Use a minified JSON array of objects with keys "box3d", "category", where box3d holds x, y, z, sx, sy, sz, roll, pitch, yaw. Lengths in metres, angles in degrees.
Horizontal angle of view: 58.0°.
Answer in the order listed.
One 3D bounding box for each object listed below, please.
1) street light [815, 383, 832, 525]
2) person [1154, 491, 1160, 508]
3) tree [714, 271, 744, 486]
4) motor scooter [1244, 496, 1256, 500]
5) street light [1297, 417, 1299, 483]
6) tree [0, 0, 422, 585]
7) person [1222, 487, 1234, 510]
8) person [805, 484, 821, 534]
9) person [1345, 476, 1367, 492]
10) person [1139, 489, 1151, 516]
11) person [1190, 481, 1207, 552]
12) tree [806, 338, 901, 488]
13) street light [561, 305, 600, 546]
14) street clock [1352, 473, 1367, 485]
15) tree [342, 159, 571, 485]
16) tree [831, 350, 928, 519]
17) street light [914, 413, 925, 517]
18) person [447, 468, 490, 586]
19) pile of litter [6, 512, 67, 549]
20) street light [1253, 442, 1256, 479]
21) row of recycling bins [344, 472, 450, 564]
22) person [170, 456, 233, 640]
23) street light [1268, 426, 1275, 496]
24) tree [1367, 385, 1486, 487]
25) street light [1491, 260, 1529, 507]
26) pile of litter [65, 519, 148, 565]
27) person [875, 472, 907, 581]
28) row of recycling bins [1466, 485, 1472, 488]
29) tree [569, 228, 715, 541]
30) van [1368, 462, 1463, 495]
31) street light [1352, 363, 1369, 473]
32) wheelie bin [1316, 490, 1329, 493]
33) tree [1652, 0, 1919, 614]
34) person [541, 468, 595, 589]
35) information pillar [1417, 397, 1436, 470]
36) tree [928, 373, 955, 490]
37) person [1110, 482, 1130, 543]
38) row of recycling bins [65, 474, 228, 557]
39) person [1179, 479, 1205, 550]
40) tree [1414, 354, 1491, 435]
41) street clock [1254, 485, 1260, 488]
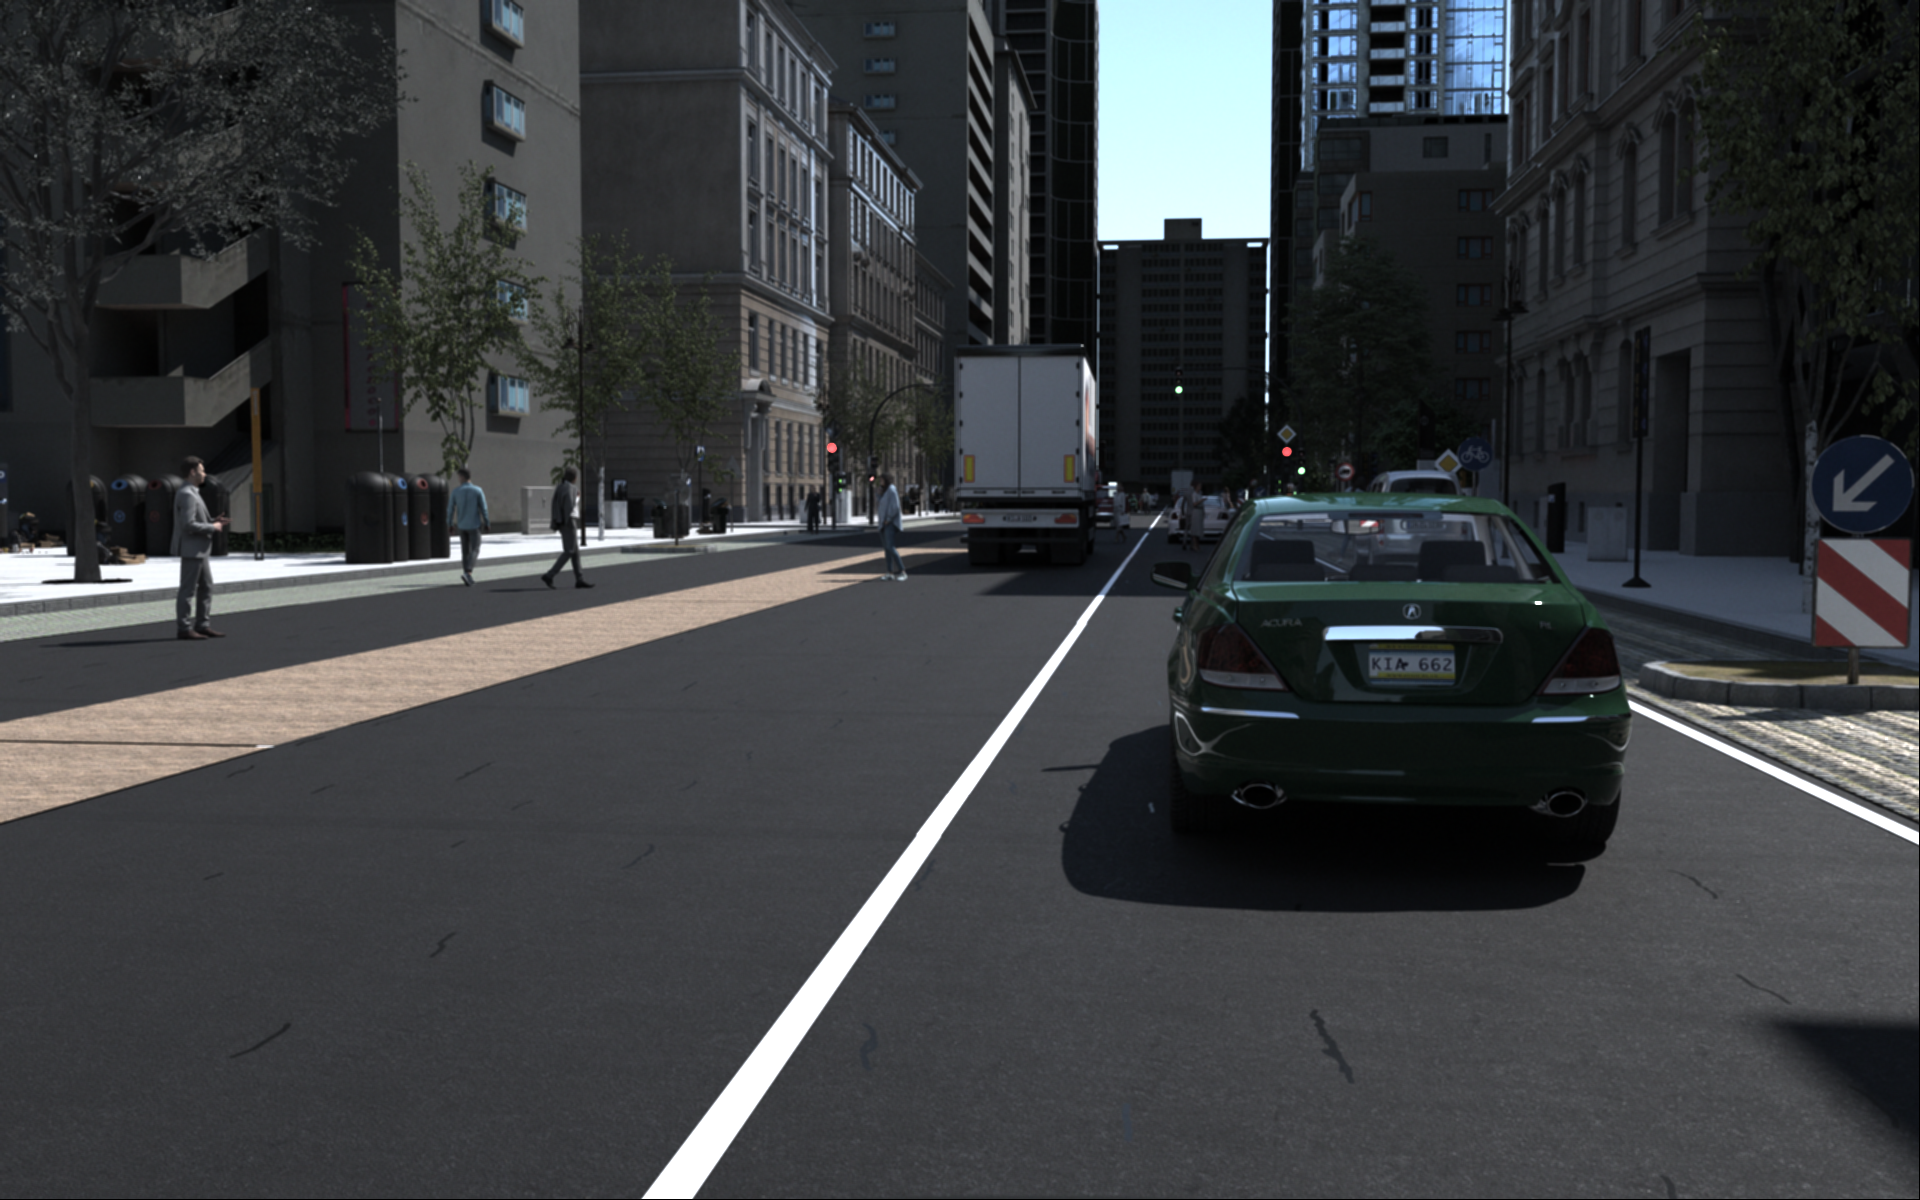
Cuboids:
[{"box3d":[-5.653,-6.088,72.334,0.468,5.910,1.993,0,4,7],"category":"street light"},{"box3d":[20.838,-10.640,183.398,0.756,1.711,0.436,-1,4,-14],"category":"person"},{"box3d":[-8.453,-6.271,52.897,4.737,8.622,4.395,0,3,0],"category":"tree"},{"box3d":[18.788,-6.062,111.889,0.815,1.314,1.986,0,4,7],"category":"motor scooter"},{"box3d":[17.865,-7.240,91.164,0.468,5.910,1.993,0,4,7],"category":"street light"},{"box3d":[-12.746,-6.988,24.622,12.009,13.543,11.850,0,3,0],"category":"tree"},{"box3d":[12.570,-4.450,81.845,0.643,1.750,0.593,-2,4,-35],"category":"person"},{"box3d":[-5.191,-3.196,61.168,0.576,1.772,0.534,-1,4,-12],"category":"person"},{"box3d":[8.073,-1.640,35.587,0.793,1.790,0.793,0,4,2],"category":"person"},{"box3d":[12.079,-6.374,113.205,0.782,1.767,0.515,2,4,30],"category":"person"},{"box3d":[6.006,-2.091,43.251,0.524,1.755,0.480,2,4,30],"category":"person"},{"box3d":[-5.222,-8.037,81.767,4.360,8.622,3.978,0,3,0],"category":"tree"},{"box3d":[-9.300,-4.269,42.593,0.468,5.910,1.993,0,4,7],"category":"street light"},{"box3d":[13.686,-3.355,59.424,0.358,2.002,0.471,-3,4,-39],"category":"street clock"},{"box3d":[-10.979,-5.319,37.333,4.737,8.622,4.395,0,3,0],"category":"tree"},{"box3d":[-4.468,-8.443,88.403,4.737,8.622,4.395,0,3,0],"category":"tree"},{"box3d":[-2.291,-7.692,98.559,0.468,5.910,1.993,0,4,7],"category":"street light"},{"box3d":[-7.761,-1.151,27.175,0.638,1.841,0.748,1,4,9],"category":"person"},{"box3d":[-22.027,-1.680,41.426,1.176,0.858,1.719,2,4,28],"category":"pile of litter"},{"box3d":[24.425,-10.456,143.743,0.468,5.910,1.993,0,4,7],"category":"street light"},{"box3d":[-10.826,-1.602,33.298,1.069,1.692,3.534,0,4,6],"category":"row of recycling bins"},{"box3d":[-7.480,-0.514,17.104,0.583,1.804,0.606,-2,4,-28],"category":"person"},{"box3d":[21.077,-8.845,117.408,0.468,5.910,1.993,0,4,7],"category":"street light"},{"box3d":[13.965,-4.180,52.055,4.285,4.588,4.351,0,3,0],"category":"tree"},{"box3d":[10.900,-3.771,34.449,0.468,5.910,1.993,0,4,7],"category":"street light"},{"box3d":[-15.616,-1.100,31.951,1.176,0.858,1.719,-1,4,-15],"category":"pile of litter"},{"box3d":[-1.144,-1.225,28.792,0.793,1.790,0.793,3,4,37],"category":"person"},{"box3d":[21.674,-4.212,75.977,3.534,1.692,1.069,-1,4,-20],"category":"row of recycling bins"},{"box3d":[-10.115,-5.950,47.647,4.737,8.622,4.395,0,3,0],"category":"tree"},{"box3d":[8.224,-1.517,31.815,2.013,2.044,4.112,0,4,7],"category":"van"},{"box3d":[14.131,-5.410,61.236,0.468,5.910,1.993,0,4,7],"category":"street light"},{"box3d":[19.170,-5.135,91.861,0.980,1.594,0.693,0,4,-5],"category":"wheelie bin"},{"box3d":[9.166,-4.142,18.088,4.737,8.622,4.395,0,3,0],"category":"tree"},{"box3d":[-5.927,-1.077,26.207,0.850,1.850,0.679,-2,4,-28],"category":"person"},{"box3d":[11.320,-3.106,42.131,0.504,3.616,0.183,-1,4,-21],"category":"information pillar"},{"box3d":[-1.739,-9.369,103.551,4.737,8.622,4.395,0,3,0],"category":"tree"},{"box3d":[4.721,-2.568,50.843,0.624,1.780,0.694,-1,4,-23],"category":"person"},{"box3d":[-16.936,-1.772,36.085,3.534,1.692,1.069,1,4,8],"category":"row of recycling bins"},{"box3d":[5.984,-2.204,44.661,0.709,1.813,0.853,1,4,19],"category":"person"},{"box3d":[25.363,-8.569,90.472,4.360,8.622,3.978,0,3,0],"category":"tree"},{"box3d":[24.270,-8.371,141.438,0.358,2.002,0.471,-3,4,-38],"category":"street clock"}]
